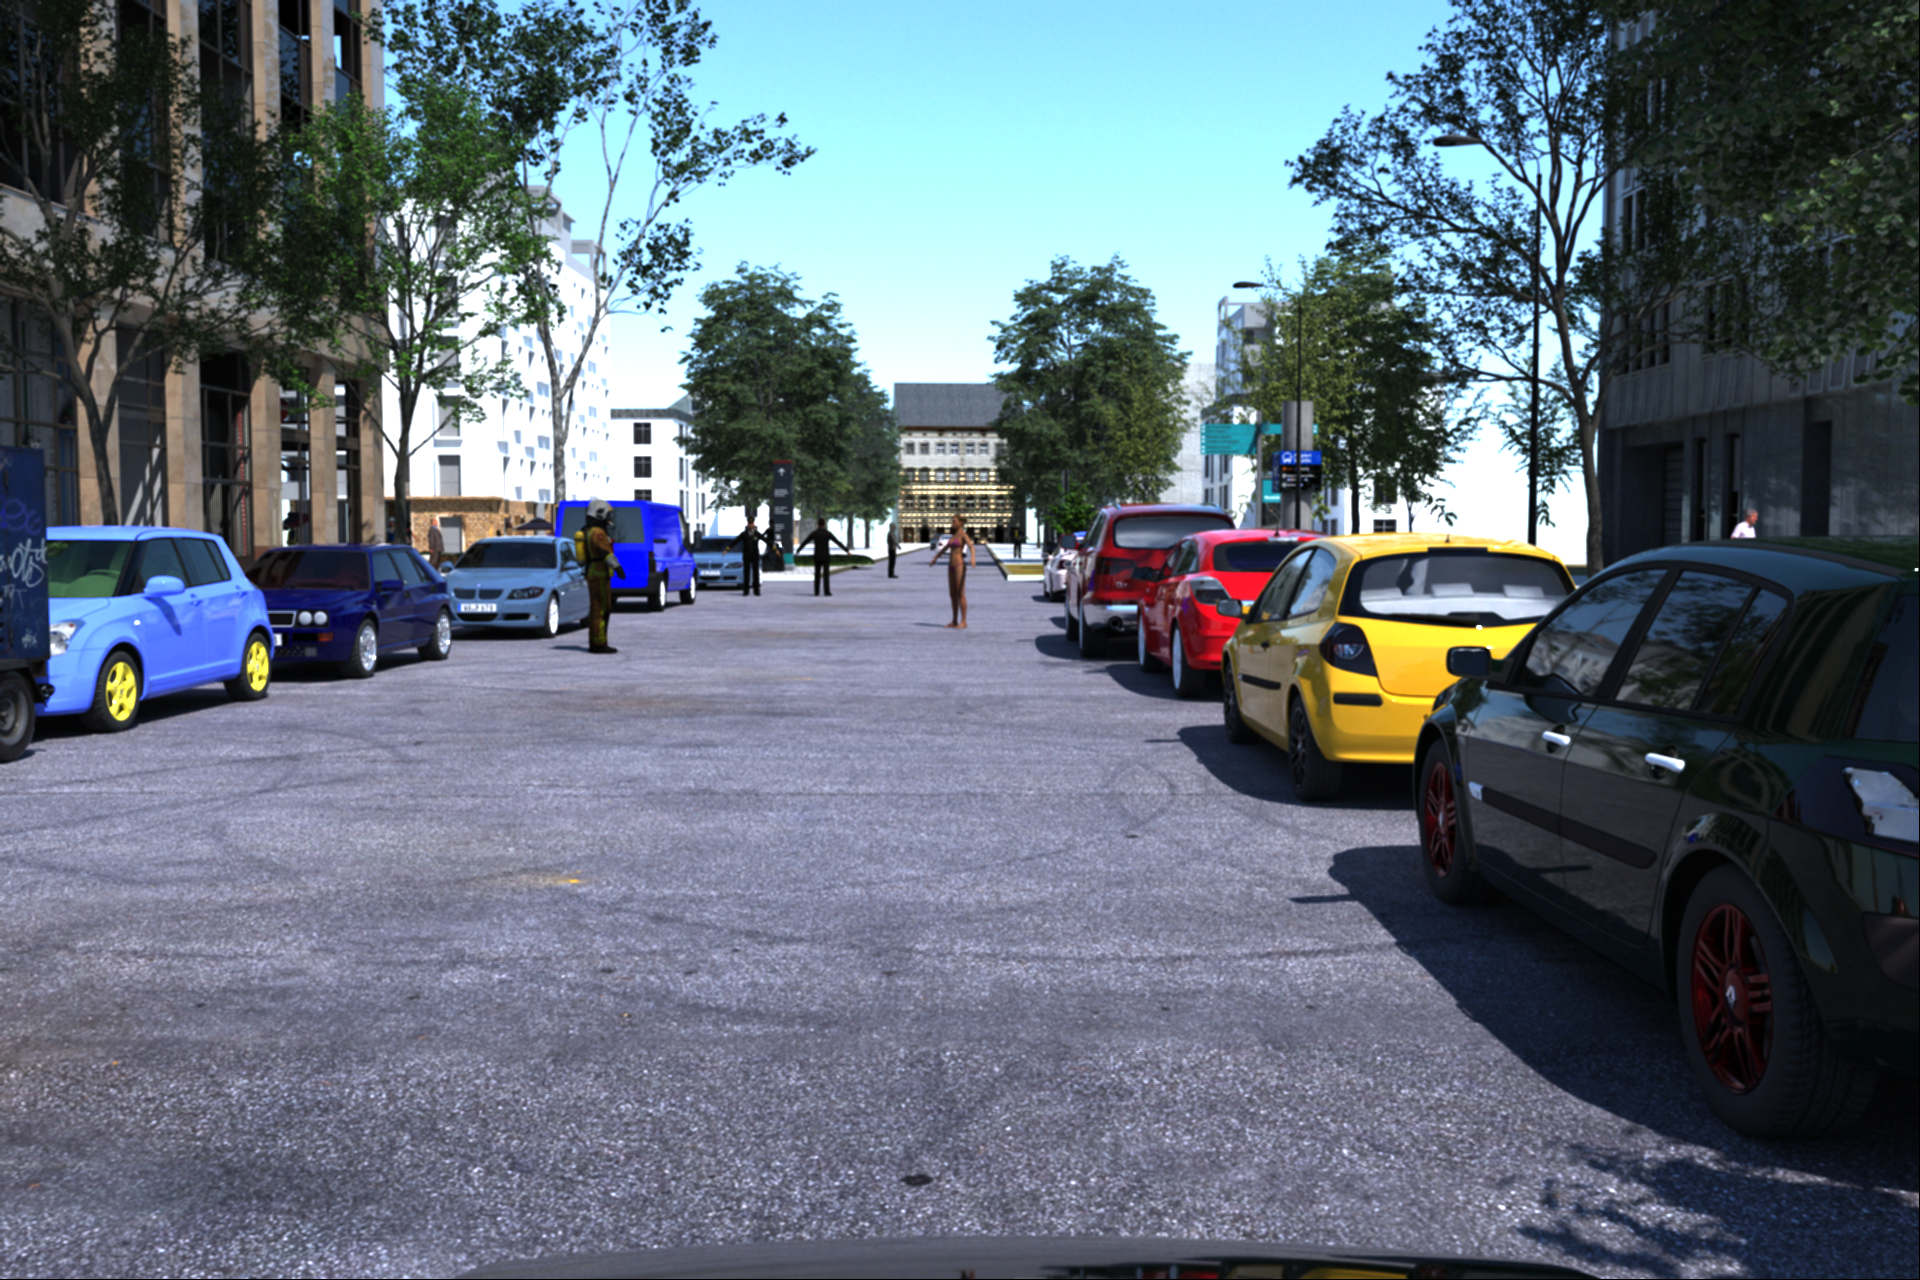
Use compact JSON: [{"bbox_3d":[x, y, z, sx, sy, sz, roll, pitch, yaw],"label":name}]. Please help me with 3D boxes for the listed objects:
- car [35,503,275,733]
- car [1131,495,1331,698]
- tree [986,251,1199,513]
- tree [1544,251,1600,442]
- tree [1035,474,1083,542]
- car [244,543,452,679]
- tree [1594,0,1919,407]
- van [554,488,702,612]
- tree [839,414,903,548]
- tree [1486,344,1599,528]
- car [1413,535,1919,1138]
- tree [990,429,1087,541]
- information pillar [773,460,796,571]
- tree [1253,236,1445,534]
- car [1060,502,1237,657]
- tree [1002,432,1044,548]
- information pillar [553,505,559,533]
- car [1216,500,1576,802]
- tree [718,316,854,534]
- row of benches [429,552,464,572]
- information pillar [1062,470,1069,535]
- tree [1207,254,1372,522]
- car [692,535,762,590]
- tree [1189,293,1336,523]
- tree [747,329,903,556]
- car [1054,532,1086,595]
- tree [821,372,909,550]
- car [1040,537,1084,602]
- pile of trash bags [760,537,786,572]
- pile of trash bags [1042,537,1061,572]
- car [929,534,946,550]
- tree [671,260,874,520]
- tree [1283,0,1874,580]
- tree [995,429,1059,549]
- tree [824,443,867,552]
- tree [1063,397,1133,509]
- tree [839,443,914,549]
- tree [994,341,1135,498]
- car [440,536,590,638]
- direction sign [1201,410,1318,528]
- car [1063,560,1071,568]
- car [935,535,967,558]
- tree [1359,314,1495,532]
[{"bbox_3d":[-6.877,-0.246,13.617,1.945,1.707,3.694,0,4,1],"label":"car"},{"bbox_3d":[2.767,-0.465,16.639,2.155,1.783,4.494,0,4,0],"label":"car"},{"bbox_3d":[5.817,-10.438,77.320,9.857,13.997,8.962,0,3,0],"label":"tree"},{"bbox_3d":[24.022,-8.179,59.476,9.928,11.665,9.643,0,3,0],"label":"tree"},{"bbox_3d":[6.669,-10.403,120.444,4.737,8.622,4.395,0,3,0],"label":"tree"},{"bbox_3d":[-6.714,-0.354,18.376,1.945,1.354,3.894,0,4,0],"label":"car"},{"bbox_3d":[9.192,-6.493,12.810,9.857,13.997,8.962,0,3,0],"label":"tree"},{"bbox_3d":[-6.378,-1.784,33.560,2.240,2.365,5.245,0,4,0],"label":"van"},{"bbox_3d":[-8.805,-14.817,160.380,7.486,12.596,7.792,0,3,0],"label":"tree"},{"bbox_3d":[22.677,-7.158,67.399,4.737,8.622,4.395,0,3,0],"label":"tree"},{"bbox_3d":[2.694,0.262,5.500,2.009,1.686,4.222,0,4,1],"label":"car"},{"bbox_3d":[6.782,-12.135,132.815,8.767,10.594,7.601,-2,4,-35],"label":"tree"},{"bbox_3d":[-6.231,-4.389,61.141,0.750,3.857,0.750,0,4,2],"label":"information pillar"},{"bbox_3d":[14.841,-9.079,66.570,7.486,12.596,7.792,0,3,0],"label":"tree"},{"bbox_3d":[2.417,-0.793,21.644,2.281,1.827,5.304,0,4,1],"label":"car"},{"bbox_3d":[6.943,-14.007,154.772,9.928,11.665,9.643,0,3,0],"label":"tree"},{"bbox_3d":[-10.242,-2.446,44.482,0.304,2.012,0.304,0,4,1],"label":"information pillar"},{"bbox_3d":[2.665,-0.029,10.695,2.015,1.641,3.980,0,4,1],"label":"car"},{"bbox_3d":[-9.341,-10.561,90.799,7.486,12.596,7.792,0,3,0],"label":"tree"},{"bbox_3d":[-17.403,-2.745,60.343,1.422,0.672,4.104,0,4,7],"label":"row of benches"},{"bbox_3d":[3.874,-4.440,63.910,0.184,3.620,1.656,0,4,1],"label":"information pillar"},{"bbox_3d":[8.748,-5.771,44.710,4.737,8.622,4.395,0,3,0],"label":"tree"},{"bbox_3d":[-6.280,-2.064,45.751,2.014,1.417,4.499,0,4,1],"label":"car"},{"bbox_3d":[9.653,-6.235,52.305,4.360,8.622,3.978,0,3,0],"label":"tree"},{"bbox_3d":[-8.212,-11.724,102.054,12.009,13.543,11.850,0,3,0],"label":"tree"},{"bbox_3d":[3.289,-1.997,42.238,1.945,1.707,3.694,0,4,0],"label":"car"},{"bbox_3d":[-8.673,-14.085,136.945,9.857,13.997,8.962,0,3,0],"label":"tree"},{"bbox_3d":[2.823,-1.559,37.846,2.083,1.381,4.827,0,4,0],"label":"car"},{"bbox_3d":[-6.919,-2.991,58.651,1.912,1.369,3.447,0,4,1],"label":"pile of trash bags"},{"bbox_3d":[3.753,-3.019,59.111,1.912,1.369,3.447,0,4,0],"label":"pile of trash bags"},{"bbox_3d":[-1.771,-8.934,155.851,2.009,1.686,4.222,0,4,1],"label":"car"},{"bbox_3d":[-8.640,-10.595,79.882,9.857,13.997,8.962,0,3,0],"label":"tree"},{"bbox_3d":[9.327,-5.569,25.468,8.767,10.594,7.601,-1,4,-13],"label":"tree"},{"bbox_3d":[6.844,-12.702,142.095,8.767,10.594,7.601,1,4,10],"label":"tree"},{"bbox_3d":[-8.282,-10.469,121.528,4.360,8.622,3.978,0,3,0],"label":"tree"},{"bbox_3d":[6.399,-8.419,88.013,4.360,8.622,3.978,0,3,0],"label":"tree"},{"bbox_3d":[-8.118,-13.257,151.156,8.767,10.594,7.601,0,4,2],"label":"tree"},{"bbox_3d":[7.282,-12.174,109.408,12.009,13.543,11.850,0,3,0],"label":"tree"},{"bbox_3d":[-6.437,-0.814,25.316,2.014,1.417,4.499,0,4,0],"label":"car"},{"bbox_3d":[6.455,-2.945,36.921,2.525,3.948,1.411,0,4,1],"label":"direction sign"},{"bbox_3d":[2.713,-0.920,27.396,2.083,1.381,4.827,0,4,-1],"label":"car"},{"bbox_3d":[-0.524,-5.771,106.713,2.083,1.381,4.827,0,4,0],"label":"car"},{"bbox_3d":[15.169,-6.552,57.480,4.737,8.622,4.395,0,3,0],"label":"tree"}]
